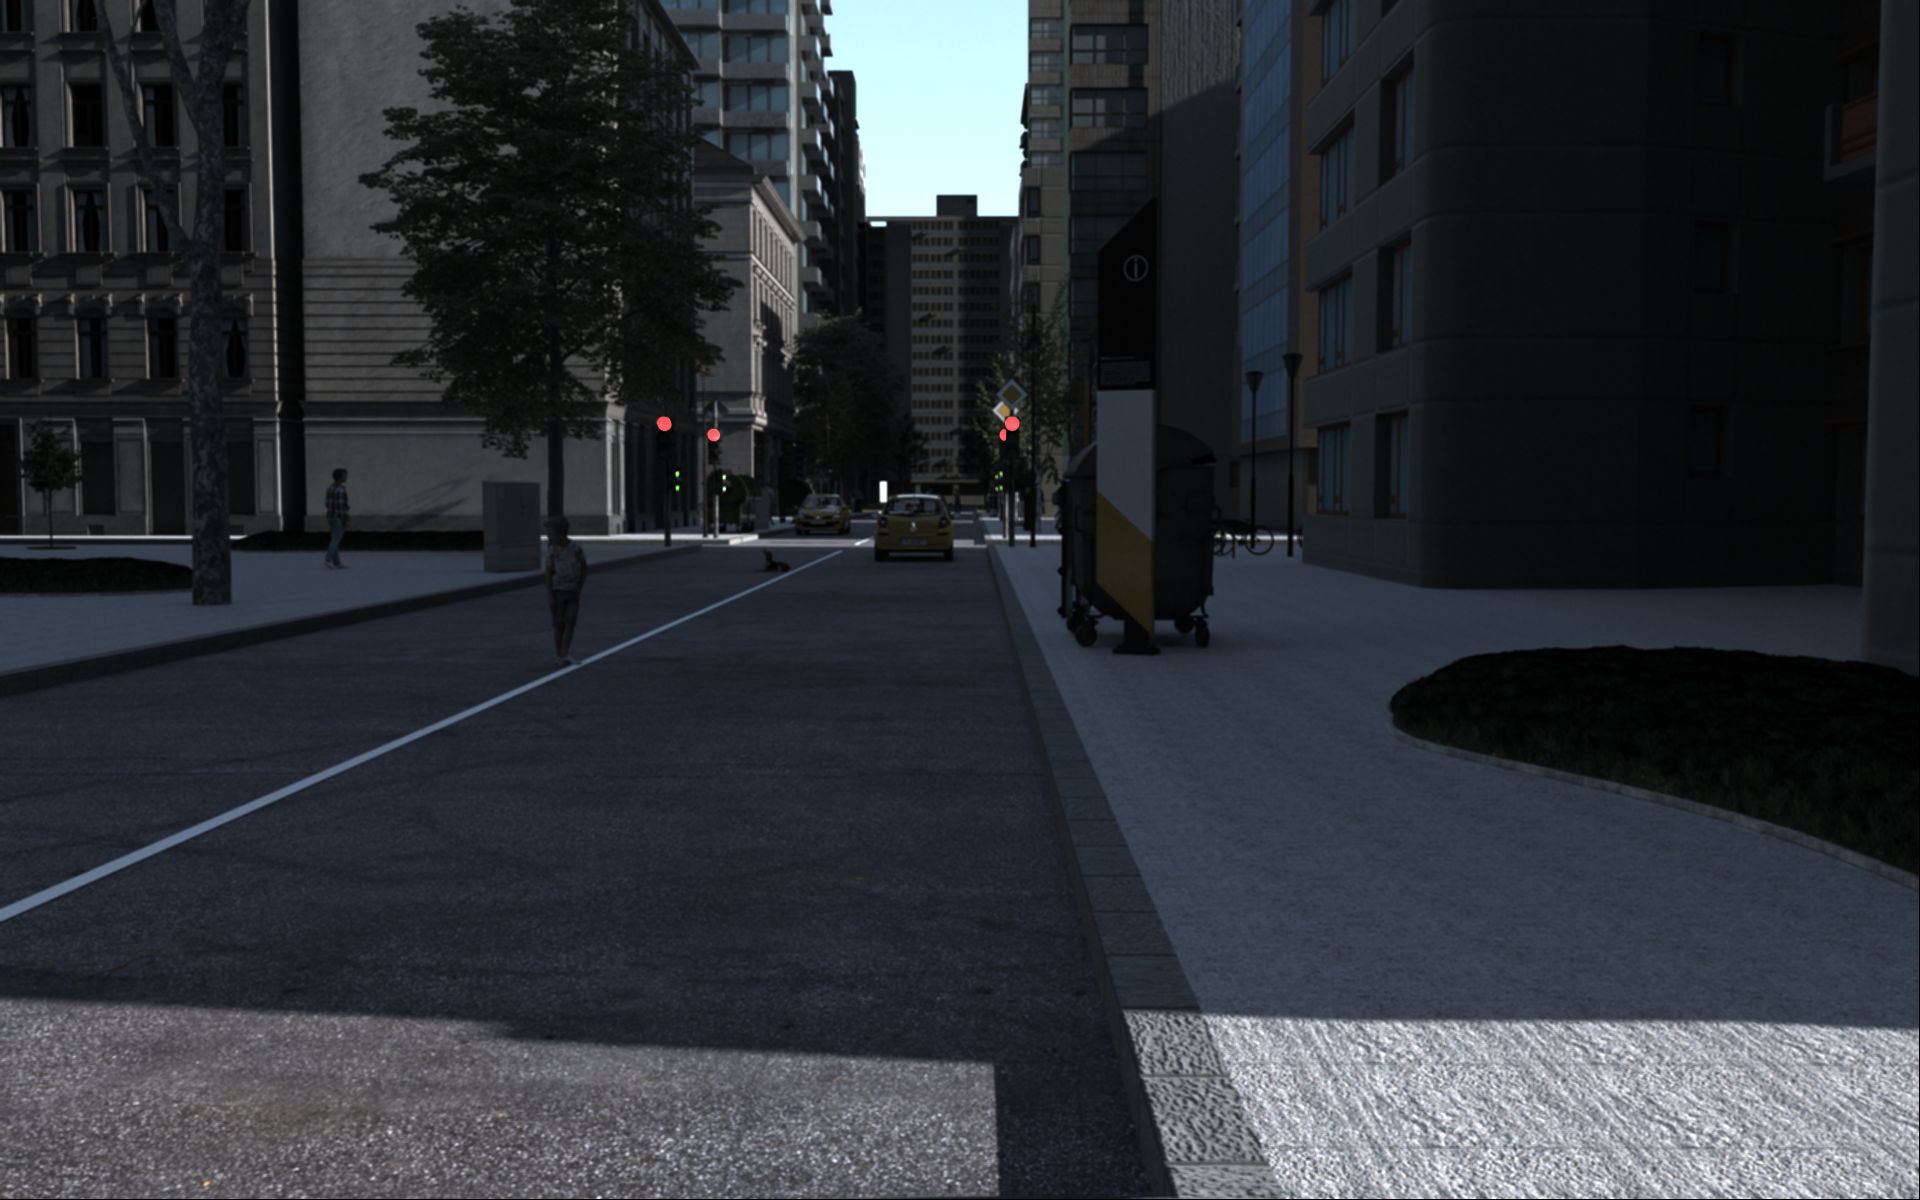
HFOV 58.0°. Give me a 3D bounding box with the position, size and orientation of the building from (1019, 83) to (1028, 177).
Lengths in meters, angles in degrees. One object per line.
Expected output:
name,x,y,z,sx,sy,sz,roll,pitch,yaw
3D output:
building,17.445,-32.339,183.369,22.147,44.769,28.867,0,4,0

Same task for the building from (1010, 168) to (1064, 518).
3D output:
building,17.237,-15.981,106.329,27.650,21.520,28.899,0,4,0

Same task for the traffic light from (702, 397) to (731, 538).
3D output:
traffic light,-7.063,-3.745,50.159,0.839,4.253,0.868,0,4,0

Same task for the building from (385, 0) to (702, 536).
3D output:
building,-15.410,-12.989,61.515,9.793,20.994,18.267,0,4,0

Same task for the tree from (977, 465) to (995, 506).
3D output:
tree,3.495,-12.792,192.860,4.285,4.588,4.351,0,3,0

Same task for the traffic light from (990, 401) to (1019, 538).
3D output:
traffic light,1.298,-3.743,50.117,0.839,4.253,0.868,0,4,0

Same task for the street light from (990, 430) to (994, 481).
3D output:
street light,2.340,-9.304,124.907,0.468,5.910,1.993,0,4,0

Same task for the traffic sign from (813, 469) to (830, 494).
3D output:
traffic sign,-7.261,-5.540,90.583,0.884,2.594,0.081,0,4,6

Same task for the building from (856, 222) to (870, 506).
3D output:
building,-16.657,-24.776,176.784,14.160,30.474,14.107,0,4,0

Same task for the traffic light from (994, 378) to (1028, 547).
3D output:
traffic light,1.243,-3.255,42.132,0.839,4.253,0.868,0,4,0

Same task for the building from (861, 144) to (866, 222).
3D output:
building,-17.454,-31.033,190.988,14.086,41.232,14.154,0,4,0

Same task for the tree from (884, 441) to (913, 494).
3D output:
tree,-6.783,-15.401,202.175,4.737,8.622,4.395,0,3,0

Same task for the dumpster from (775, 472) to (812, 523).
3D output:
dumpster,-7.430,-4.572,77.252,1.502,2.255,1.985,0,4,0

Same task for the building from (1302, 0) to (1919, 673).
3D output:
building,20.095,-10.523,17.088,27.650,21.520,28.899,0,4,0

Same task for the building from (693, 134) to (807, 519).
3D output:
building,-15.162,-14.682,90.957,10.553,20.767,40.483,0,4,0

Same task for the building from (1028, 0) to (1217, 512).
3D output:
building,12.444,-27.960,140.734,14.154,41.232,14.086,0,4,0

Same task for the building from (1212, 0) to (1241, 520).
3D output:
building,11.520,-24.020,76.329,14.154,41.232,14.086,0,4,0

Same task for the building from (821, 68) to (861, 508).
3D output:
building,-17.123,-29.284,162.388,14.154,41.232,14.086,0,4,0

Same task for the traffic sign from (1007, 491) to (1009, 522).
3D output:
traffic sign,2.118,-4.689,76.665,0.884,2.594,0.081,0,4,4

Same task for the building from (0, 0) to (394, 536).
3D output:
building,-29.773,-12.732,57.320,18.267,20.994,9.793,0,4,0

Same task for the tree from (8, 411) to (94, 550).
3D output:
tree,-21.182,-2.796,40.315,1.663,3.219,1.824,0,3,0

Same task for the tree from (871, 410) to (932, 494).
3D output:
tree,-6.499,-15.706,191.211,7.601,10.594,8.767,0,4,8

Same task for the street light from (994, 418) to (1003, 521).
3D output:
street light,1.970,-6.697,82.282,0.468,5.910,1.993,0,4,0

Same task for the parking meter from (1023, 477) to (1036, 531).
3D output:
parking meter,2.425,-3.359,60.635,0.399,1.863,0.255,2,4,31

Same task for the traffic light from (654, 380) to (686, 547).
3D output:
traffic light,-7.118,-3.257,42.174,0.839,4.253,0.868,0,4,0

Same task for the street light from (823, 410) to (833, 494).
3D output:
street light,-7.161,-7.424,94.166,0.468,5.910,1.993,0,4,0

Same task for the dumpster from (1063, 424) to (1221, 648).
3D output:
dumpster,1.575,-0.576,15.174,1.264,1.857,1.865,0,4,0

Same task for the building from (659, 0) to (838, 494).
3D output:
building,-21.914,-31.825,139.953,23.786,49.044,30.456,0,4,0

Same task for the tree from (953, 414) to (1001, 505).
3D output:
tree,2.659,-16.294,200.821,7.601,10.594,8.767,0,4,1

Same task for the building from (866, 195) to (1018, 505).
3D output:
building,-0.458,-32.757,227.458,23.993,40.220,32.217,0,4,0

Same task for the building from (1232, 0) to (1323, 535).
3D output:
building,17.404,-24.961,58.224,14.200,45.320,14.600,0,4,0

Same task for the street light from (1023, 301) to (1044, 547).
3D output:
street light,1.759,-4.210,41.618,0.468,5.910,1.993,0,4,0

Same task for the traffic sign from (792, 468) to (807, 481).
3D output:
traffic sign,-7.512,-4.937,80.825,0.768,2.556,0.104,0,4,8

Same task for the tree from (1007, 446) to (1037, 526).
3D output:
tree,2.558,-4.927,75.156,1.663,3.219,1.824,0,3,0

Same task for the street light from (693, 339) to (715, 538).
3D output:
street light,-7.530,-4.785,51.027,0.468,5.910,1.993,0,4,0

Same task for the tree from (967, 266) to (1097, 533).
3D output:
tree,2.839,-6.515,56.887,4.737,8.622,4.395,0,3,0
